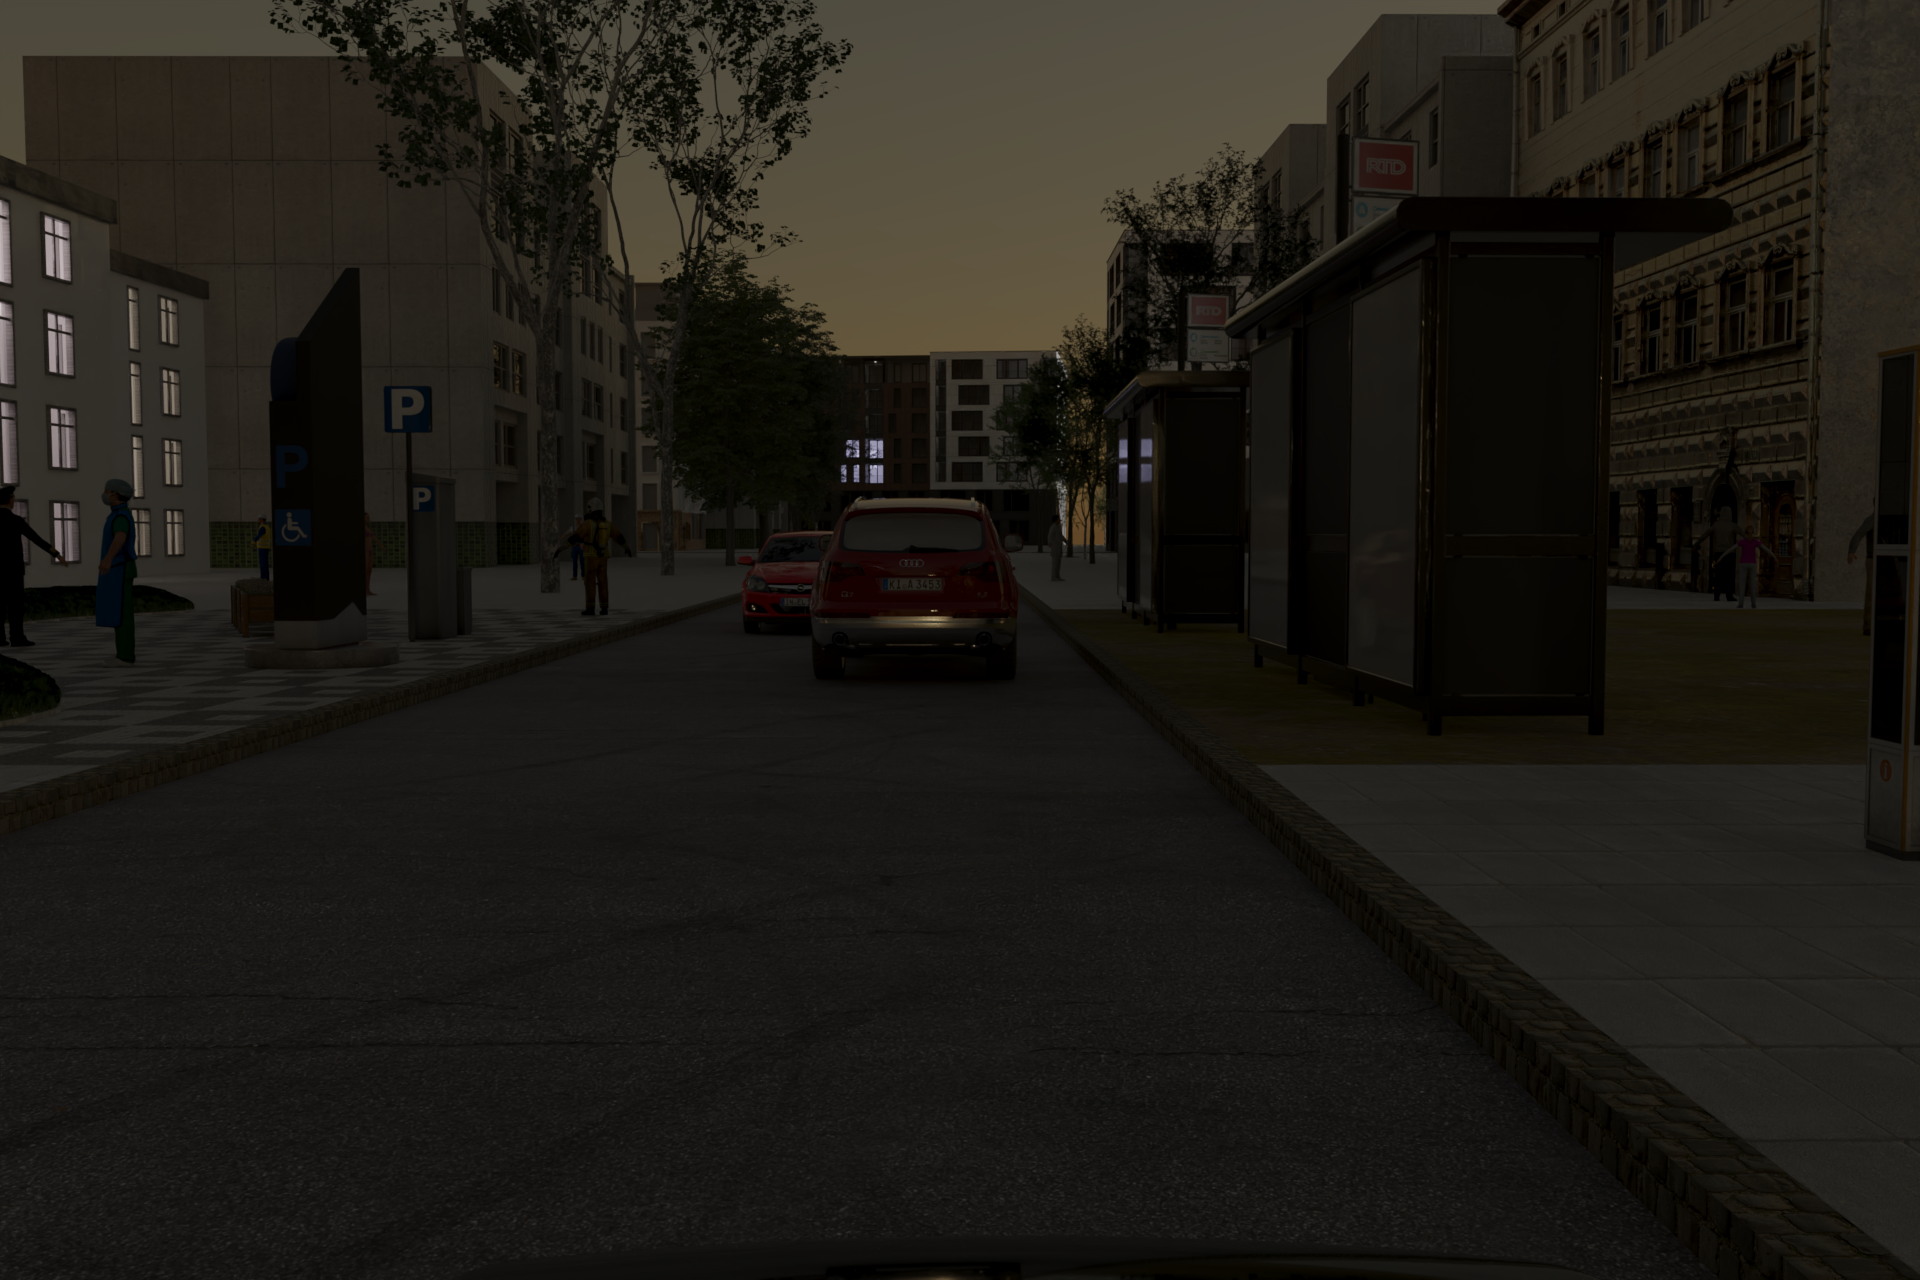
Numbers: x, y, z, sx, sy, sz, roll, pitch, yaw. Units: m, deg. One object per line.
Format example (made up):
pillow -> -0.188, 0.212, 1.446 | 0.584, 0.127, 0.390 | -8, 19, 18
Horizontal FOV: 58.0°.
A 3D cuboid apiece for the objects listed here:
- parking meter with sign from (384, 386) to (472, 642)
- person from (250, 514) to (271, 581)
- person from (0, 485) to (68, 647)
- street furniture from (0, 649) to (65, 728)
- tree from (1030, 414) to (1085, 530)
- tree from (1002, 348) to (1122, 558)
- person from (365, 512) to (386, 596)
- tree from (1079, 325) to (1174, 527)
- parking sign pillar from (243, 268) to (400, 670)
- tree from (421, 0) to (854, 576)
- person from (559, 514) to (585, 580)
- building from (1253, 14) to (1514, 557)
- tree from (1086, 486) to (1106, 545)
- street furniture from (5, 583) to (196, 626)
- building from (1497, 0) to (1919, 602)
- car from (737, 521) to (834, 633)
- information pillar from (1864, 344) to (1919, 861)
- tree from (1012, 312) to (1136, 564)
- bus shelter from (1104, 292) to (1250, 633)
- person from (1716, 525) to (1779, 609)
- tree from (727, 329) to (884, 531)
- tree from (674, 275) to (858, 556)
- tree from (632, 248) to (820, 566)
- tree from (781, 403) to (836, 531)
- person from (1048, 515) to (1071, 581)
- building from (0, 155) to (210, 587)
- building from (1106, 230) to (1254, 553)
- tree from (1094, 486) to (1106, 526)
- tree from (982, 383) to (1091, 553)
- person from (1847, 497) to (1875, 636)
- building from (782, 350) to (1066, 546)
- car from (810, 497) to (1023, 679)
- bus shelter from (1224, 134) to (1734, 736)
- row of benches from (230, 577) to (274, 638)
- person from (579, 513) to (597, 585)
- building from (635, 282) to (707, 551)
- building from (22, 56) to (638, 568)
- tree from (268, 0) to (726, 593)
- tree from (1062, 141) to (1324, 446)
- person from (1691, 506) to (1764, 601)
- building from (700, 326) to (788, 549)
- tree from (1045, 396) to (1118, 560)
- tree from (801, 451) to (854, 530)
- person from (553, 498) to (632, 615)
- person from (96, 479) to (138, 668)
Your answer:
parking meter with sign -> -6.473, -1.530, 21.284 | 0.543, 3.016, 1.738 | 0, 4, 2
person -> -18.883, -2.501, 46.866 | 0.705, 1.833, 1.349 | 0, 4, -4
person -> -10.879, -0.848, 19.807 | 1.347, 1.837, 0.705 | 0, 4, 8
street furniture -> -8.855, 0.359, 9.759 | 5.734, 0.657, 10.072 | -1, 4, -11
tree -> 5.696, -9.382, 103.757 | 4.360, 8.622, 3.978 | 0, 3, 0
tree -> 6.203, -10.328, 94.625 | 9.928, 11.665, 9.643 | 0, 3, 0
person -> -12.292, -1.789, 36.053 | 0.721, 1.733, 1.217 | 1, 4, 8
tree -> 5.707, -6.655, 59.173 | 4.360, 8.622, 3.978 | 0, 3, 0
parking sign pillar -> -6.289, -1.744, 16.982 | 1.447, 3.967, 1.447 | 0, 4, 2
tree -> -10.069, -12.129, 54.204 | 12.611, 20.169, 13.585 | 0, 3, 0
person -> -10.571, -2.576, 47.968 | 1.347, 1.847, 0.705 | 0, 4, 4
building -> 22.601, -12.314, 67.789 | 16.747, 18.905, 31.486 | 0, 4, -1
tree -> 17.633, -15.757, 207.988 | 4.360, 8.622, 3.978 | 0, 3, 0
street furniture -> -15.303, -0.563, 24.828 | 5.734, 0.657, 10.072 | 0, 4, 6
building -> 25.266, -12.860, 41.184 | 19.493, 23.208, 18.063 | 0, 4, 0
car -> -2.258, -1.061, 26.390 | 2.155, 1.783, 4.494 | 0, 4, -1
information pillar -> 3.842, -0.146, 6.876 | 0.304, 2.012, 0.304 | 0, 4, 0
tree -> 5.408, -8.533, 73.927 | 7.601, 10.594, 8.767 | -3, 5, -39
bus shelter -> 3.403, -2.990, 26.524 | 2.179, 5.291, 8.768 | 0, 4, 1
person -> 13.591, -1.261, 29.885 | 0.991, 1.433, 0.599 | 1, 4, 16
tree -> -9.693, -11.862, 104.315 | 12.009, 13.543, 11.850 | 0, 3, 0
tree -> -9.623, -10.854, 84.126 | 9.857, 13.997, 8.962 | 0, 3, 0
tree -> -9.677, -9.264, 69.597 | 7.486, 12.596, 7.792 | 0, 3, 0
tree -> -9.022, -8.831, 94.747 | 4.737, 8.622, 4.395 | 0, 3, 0
person -> 2.664, -2.514, 47.287 | 0.705, 1.806, 1.347 | 2, 4, 27
building -> -25.738, -6.212, 43.718 | 9.099, 9.664, 28.070 | 0, 3, 0
building -> 24.932, -17.666, 132.807 | 27.936, 21.610, 32.646 | 0, 3, 0
tree -> 17.161, -15.463, 203.186 | 4.737, 8.622, 4.395 | 0, 3, 0
tree -> 5.345, -11.609, 115.570 | 9.928, 11.665, 9.643 | 0, 3, 0
person -> 11.642, -0.955, 21.884 | 1.348, 1.796, 0.705 | -2, 4, -24
building -> -4.021, -22.044, 206.847 | 32.646, 21.610, 27.936 | 0, 4, 6
car -> -0.437, -0.611, 18.661 | 2.281, 1.827, 5.304 | 0, 4, 0
bus shelter -> 3.668, -2.294, 15.135 | 2.179, 5.291, 8.768 | 0, 4, -2
row of benches -> -9.428, -0.483, 23.361 | 1.422, 0.672, 4.104 | -2, 4, -24
person -> -9.301, -2.288, 43.589 | 0.705, 1.806, 1.347 | 1, 4, 12
building -> -25.998, -16.824, 131.486 | 16.016, 20.090, 11.380 | 0, 4, -1
building -> -26.269, -13.073, 80.193 | 16.747, 18.905, 31.486 | 0, 4, 0
tree -> -10.359, -11.131, 37.879 | 12.611, 20.169, 13.585 | 0, 3, 0
tree -> 6.074, -6.489, 40.510 | 7.601, 10.594, 8.767 | -3, 5, -41
person -> 14.629, -1.649, 33.097 | 1.348, 1.813, 0.705 | 3, 5, 42
building -> -26.089, -18.136, 162.979 | 16.747, 18.905, 31.486 | 0, 4, 0
tree -> 6.264, -8.327, 86.504 | 4.360, 8.622, 3.978 | 0, 3, 0
tree -> -9.667, -10.008, 113.991 | 4.360, 8.622, 3.978 | 0, 3, 0
person -> -5.778, -1.325, 27.440 | 1.354, 1.858, 0.705 | -3, 5, -39
person -> -8.181, -0.653, 16.796 | 0.704, 1.817, 1.347 | -1, 4, -23
